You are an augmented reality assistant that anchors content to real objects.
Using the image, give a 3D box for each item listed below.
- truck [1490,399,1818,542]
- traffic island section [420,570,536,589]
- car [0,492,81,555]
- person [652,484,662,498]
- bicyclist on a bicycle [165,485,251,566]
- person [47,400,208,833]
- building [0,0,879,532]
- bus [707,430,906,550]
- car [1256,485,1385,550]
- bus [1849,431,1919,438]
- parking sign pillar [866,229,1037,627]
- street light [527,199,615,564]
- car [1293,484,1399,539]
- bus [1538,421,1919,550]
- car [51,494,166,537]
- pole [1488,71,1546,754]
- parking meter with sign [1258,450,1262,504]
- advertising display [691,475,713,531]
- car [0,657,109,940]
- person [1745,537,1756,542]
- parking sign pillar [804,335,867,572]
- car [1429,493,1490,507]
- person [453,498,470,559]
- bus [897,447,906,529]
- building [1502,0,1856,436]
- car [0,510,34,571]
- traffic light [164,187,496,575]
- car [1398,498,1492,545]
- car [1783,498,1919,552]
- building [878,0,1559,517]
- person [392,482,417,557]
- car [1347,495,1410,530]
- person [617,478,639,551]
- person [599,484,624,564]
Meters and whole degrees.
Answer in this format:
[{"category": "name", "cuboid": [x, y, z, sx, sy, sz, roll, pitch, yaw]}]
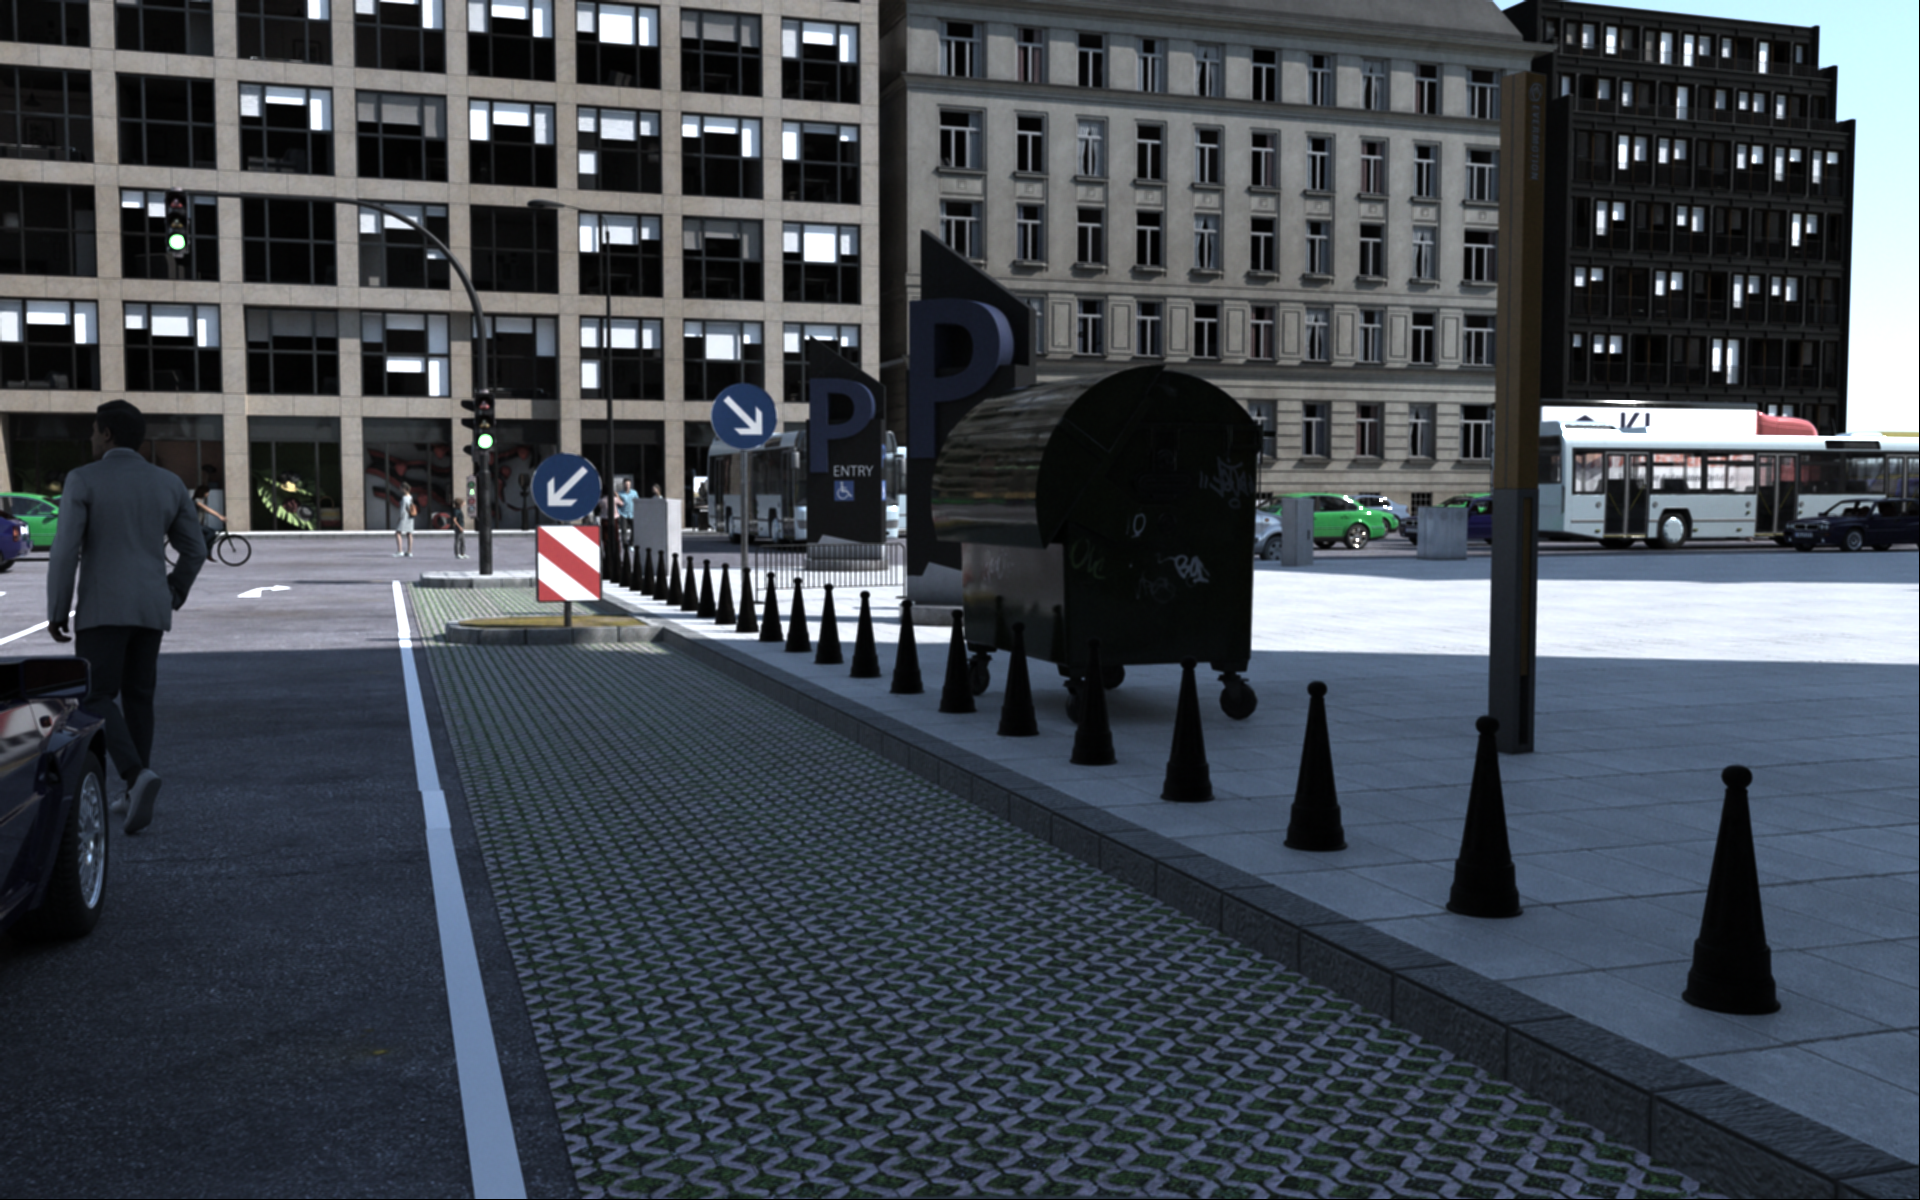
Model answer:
[{"category": "truck", "cuboid": [21.951, -3.963, 53.703, 11.283, 4.237, 2.839, -1, 4, -18]}, {"category": "traffic island section", "cuboid": [-7.526, -0.322, 27.552, 2.009, 0.180, 2.903, -1, 4, -18]}, {"category": "car", "cuboid": [-20.158, -1.751, 37.428, 4.718, 1.807, 1.959, -1, 4, -19]}, {"category": "person", "cuboid": [-8.158, -2.266, 46.561, 0.522, 1.701, 0.512, -3, 5, -42]}, {"category": "bicyclist on a bicycle", "cuboid": [-14.897, -1.482, 34.252, 1.625, 1.676, 1.499, -1, 4, -19]}, {"category": "person", "cuboid": [-3.586, 0.050, 7.525, 0.795, 1.843, 0.661, 3, 5, 40]}, {"category": "building", "cuboid": [-22.205, -16.151, 68.586, 34.151, 26.468, 19.350, -1, 4, -18]}, {"category": "bus", "cuboid": [-4.450, -3.202, 47.216, 2.948, 3.499, 13.247, -1, 4, -18]}, {"category": "car", "cuboid": [8.678, -2.208, 44.904, 4.718, 1.807, 1.959, -1, 4, -19]}, {"category": "bus", "cuboid": [38.765, -4.723, 68.770, 12.252, 3.916, 2.896, -1, 4, -17]}, {"category": "parking sign pillar", "cuboid": [0.105, -1.764, 17.321, 1.447, 3.967, 1.447, 2, 4, 33]}, {"category": "street light", "cuboid": [-6.140, -3.369, 27.630, 1.470, 5.913, 1.316, -1, 4, -18]}, {"category": "car", "cuboid": [11.853, -2.866, 55.655, 4.718, 1.807, 1.959, -1, 4, -19]}, {"category": "bus", "cuboid": [20.856, -3.157, 46.480, 13.247, 3.499, 2.948, -1, 4, -19]}, {"category": "car", "cuboid": [-23.875, -2.309, 46.541, 4.718, 1.807, 1.959, -1, 4, -19]}, {"category": "pole", "cuboid": [2.745, -0.898, 8.533, 0.158, 3.312, 0.155, 0, 3, 0]}, {"category": "parking meter with sign", "cuboid": [11.055, -4.427, 68.640, 1.738, 3.016, 0.543, 0, 4, -1]}, {"category": "advertising display", "cuboid": [-8.923, -3.357, 60.101, 0.123, 1.923, 0.974, 3, 5, 41]}, {"category": "car", "cuboid": [-3.306, 0.508, 4.268, 1.945, 1.354, 3.894, -1, 4, -17]}, {"category": "person", "cuboid": [23.884, -2.570, 52.228, 0.444, 1.614, 0.593, 3, 5, 40]}, {"category": "parking sign pillar", "cuboid": [-1.921, -2.495, 29.262, 1.447, 3.967, 1.447, 1, 4, 9]}, {"category": "car", "cuboid": [17.971, -3.033, 58.390, 4.718, 1.807, 1.959, -1, 4, -19]}, {"category": "person", "cuboid": [-11.109, -1.599, 38.556, 0.340, 1.345, 0.435, -1, 4, -14]}, {"category": "bus", "cuboid": [-1.478, -3.842, 57.684, 13.247, 3.499, 2.948, -1, 4, -20]}, {"category": "building", "cuboid": [31.904, -15.535, 83.671, 15.834, 23.373, 12.332, -1, 4, -18]}, {"category": "car", "cuboid": [-18.870, -1.129, 31.040, 3.894, 1.354, 1.945, -1, 4, -20]}, {"category": "traffic light", "cuboid": [-9.524, -3.178, 26.627, 4.771, 5.953, 1.251, -1, 4, -18]}, {"category": "car", "cuboid": [14.374, -2.213, 48.759, 3.894, 1.354, 1.945, -1, 4, -19]}, {"category": "car", "cuboid": [22.626, -1.879, 43.295, 3.894, 1.354, 1.945, -1, 4, -19]}, {"category": "building", "cuboid": [9.128, -14.996, 78.473, 30.059, 22.955, 16.112, -1, 4, -18]}, {"category": "person", "cuboid": [-12.713, -1.848, 39.724, 0.522, 1.701, 0.512, 0, 4, 1]}, {"category": "car", "cuboid": [14.848, -3.284, 65.693, 4.499, 1.417, 2.014, -1, 4, -20]}, {"category": "person", "cuboid": [-8.267, -2.118, 43.156, 0.660, 1.820, 0.620, -2, 4, -28]}, {"category": "person", "cuboid": [-7.152, -1.556, 35.404, 0.517, 1.644, 0.566, 2, 4, 35]}]
